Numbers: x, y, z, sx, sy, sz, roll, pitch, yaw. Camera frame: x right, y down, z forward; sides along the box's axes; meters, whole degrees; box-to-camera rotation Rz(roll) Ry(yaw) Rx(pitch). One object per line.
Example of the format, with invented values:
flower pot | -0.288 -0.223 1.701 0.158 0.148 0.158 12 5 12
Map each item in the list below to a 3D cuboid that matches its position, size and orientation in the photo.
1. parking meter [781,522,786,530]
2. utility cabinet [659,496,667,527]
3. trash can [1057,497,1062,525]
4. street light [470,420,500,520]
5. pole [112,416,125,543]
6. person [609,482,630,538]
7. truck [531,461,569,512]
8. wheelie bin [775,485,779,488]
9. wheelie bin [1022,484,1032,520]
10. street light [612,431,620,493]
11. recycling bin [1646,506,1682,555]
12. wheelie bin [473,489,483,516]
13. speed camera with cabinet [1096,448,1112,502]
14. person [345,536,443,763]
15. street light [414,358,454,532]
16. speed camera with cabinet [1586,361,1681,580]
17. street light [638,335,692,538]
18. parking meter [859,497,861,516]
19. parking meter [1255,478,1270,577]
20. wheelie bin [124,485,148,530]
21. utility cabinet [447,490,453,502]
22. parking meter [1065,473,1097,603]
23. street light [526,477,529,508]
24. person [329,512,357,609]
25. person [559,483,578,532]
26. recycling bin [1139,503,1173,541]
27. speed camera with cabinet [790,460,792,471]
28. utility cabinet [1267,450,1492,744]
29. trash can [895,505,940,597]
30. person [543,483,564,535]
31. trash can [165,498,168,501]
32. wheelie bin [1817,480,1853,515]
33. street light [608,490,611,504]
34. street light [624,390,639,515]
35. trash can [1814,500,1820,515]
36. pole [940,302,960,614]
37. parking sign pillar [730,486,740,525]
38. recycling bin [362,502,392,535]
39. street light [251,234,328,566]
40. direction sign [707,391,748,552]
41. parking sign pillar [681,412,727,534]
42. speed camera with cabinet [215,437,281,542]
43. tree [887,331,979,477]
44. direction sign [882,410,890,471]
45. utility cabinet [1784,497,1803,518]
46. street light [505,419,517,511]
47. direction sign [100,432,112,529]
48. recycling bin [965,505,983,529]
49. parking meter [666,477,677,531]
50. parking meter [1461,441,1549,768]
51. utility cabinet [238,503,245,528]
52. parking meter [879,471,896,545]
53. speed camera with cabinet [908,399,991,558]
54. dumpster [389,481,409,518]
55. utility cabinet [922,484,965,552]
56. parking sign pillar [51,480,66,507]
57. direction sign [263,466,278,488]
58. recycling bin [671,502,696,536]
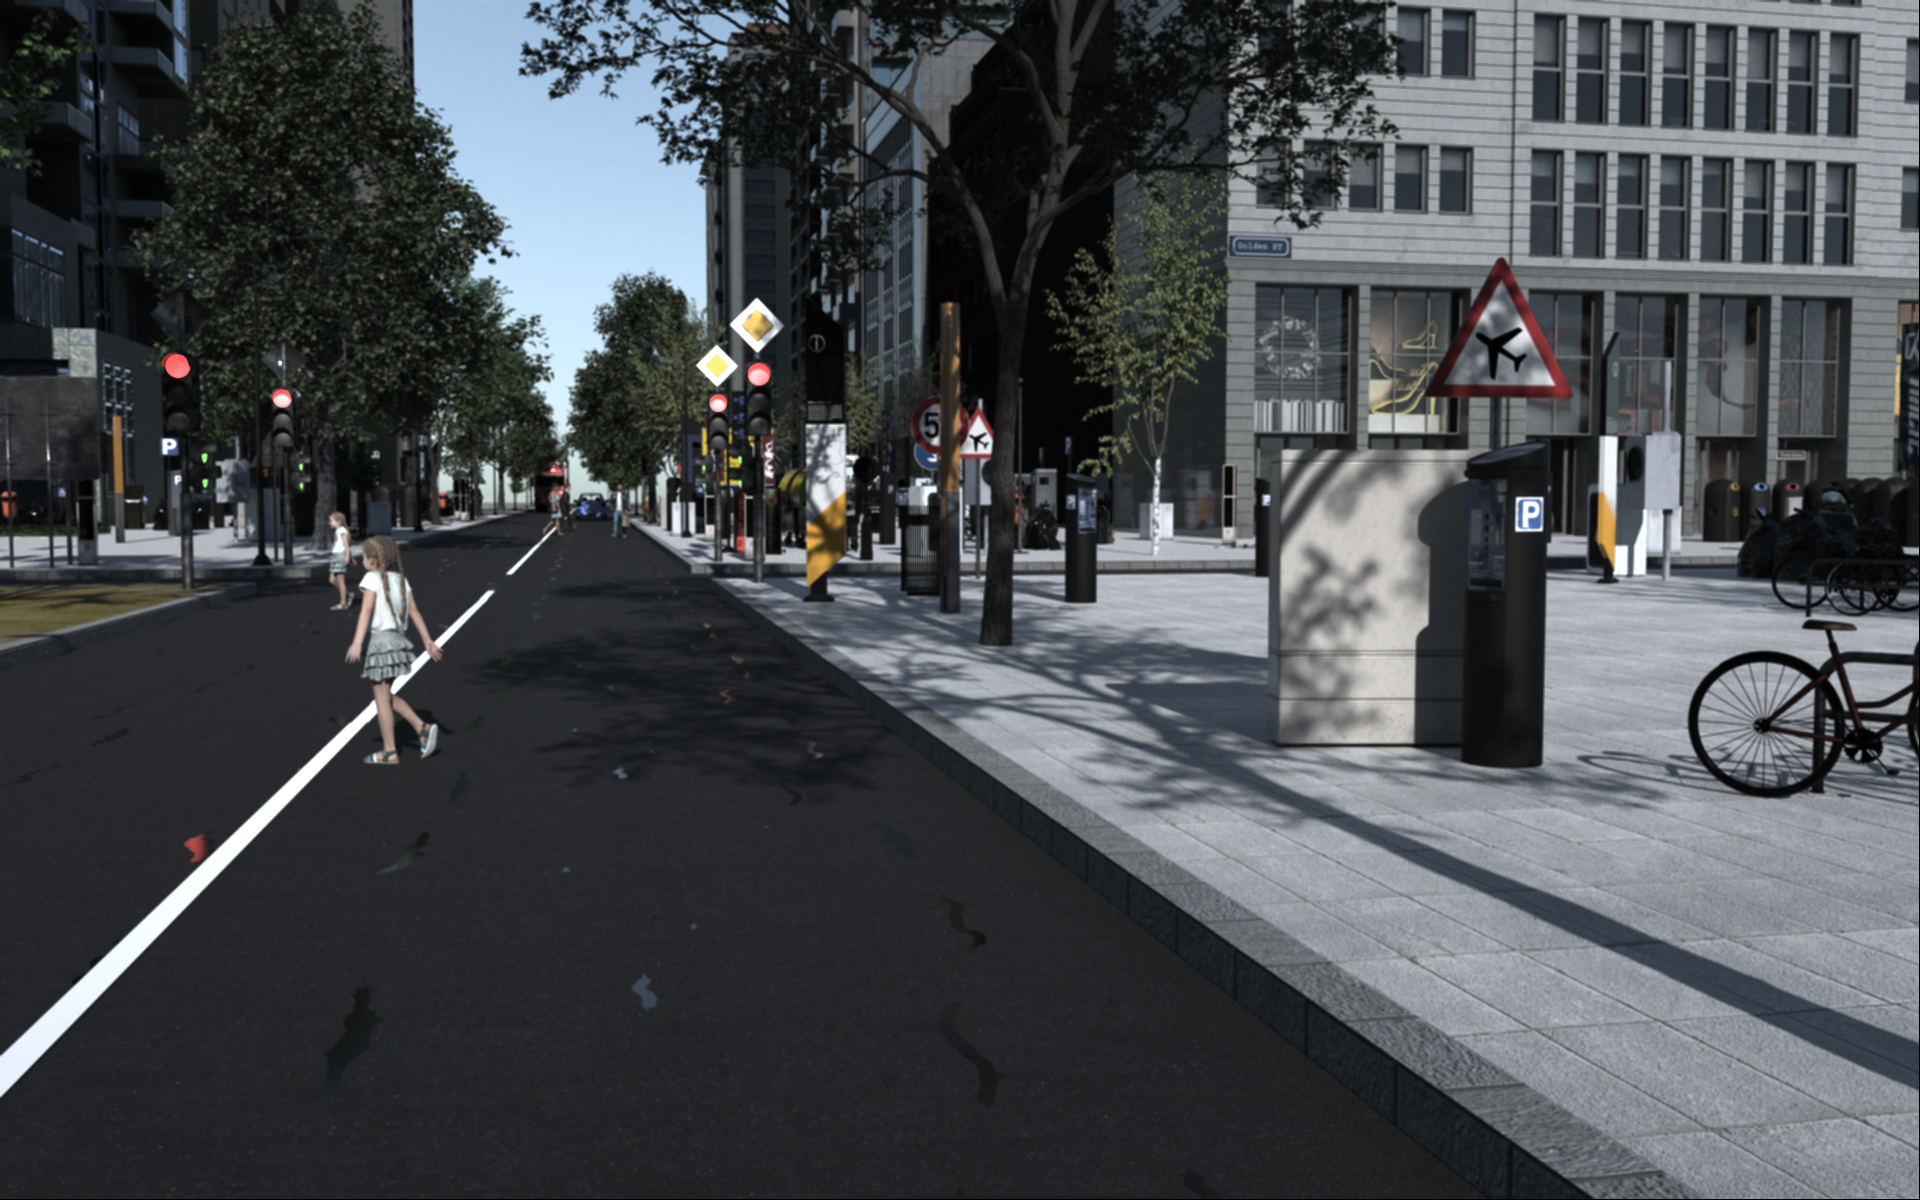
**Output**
parking meter | -6.396 -3.260 61.713 0.372 1.533 0.369 0 3 0
utility cabinet | -11.618 -3.471 67.916 0.306 1.237 1.020 -1 4 -12
trash can | 3.957 -3.723 72.530 0.748 1.137 0.748 0 3 0
street light | -23.472 -6.887 85.139 1.470 5.913 1.316 -1 4 -12
pole | -22.050 -3.152 45.385 0.158 3.312 0.155 0 3 0
person | -11.057 -2.936 56.488 0.794 1.824 0.713 1 4 11
truck | -33.071 -9.261 140.336 2.839 4.237 11.283 -1 4 -11
wheelie bin | -6.542 -3.379 63.155 0.693 1.594 0.980 -3 4 -39
wheelie bin | 2.150 -2.871 54.843 0.693 1.594 0.980 1 4 21
street light | -20.232 -8.114 105.208 1.470 5.913 1.316 -1 4 -12
recycling bin | 14.961 -1.497 37.027 0.722 1.027 0.722 1 4 9
wheelie bin | -29.001 -5.847 103.504 0.980 1.594 0.693 -3 5 -42
speed camera with cabinet | 5.954 -4.804 72.880 0.660 3.252 2.038 1 4 14
person | -3.018 0.266 9.167 0.382 1.210 0.505 1 4 17
street light | -17.729 -5.252 58.419 1.470 5.913 1.316 -1 4 -12
speed camera with cabinet | 10.320 -1.972 26.581 0.660 3.252 2.038 0 4 -3
street light | -8.588 -4.789 50.848 1.470 5.913 1.316 -1 4 -12
parking meter | -6.030 -5.712 101.801 0.372 1.533 0.369 0 3 0
parking meter | 4.774 -1.128 26.850 0.372 1.533 0.369 0 3 0
wheelie bin | -29.956 -3.359 62.834 0.980 1.594 0.693 -1 4 -13
utility cabinet | -30.286 -5.820 103.831 1.173 1.500 0.318 2 4 35
parking meter | 1.432 -0.739 20.494 0.372 1.533 0.369 0 3 0
street light | -33.834 -9.855 133.664 1.470 5.913 1.316 -1 4 -12
person | -7.648 -0.493 21.572 0.382 1.210 0.505 -2 4 -35
person | -15.039 -3.553 66.372 0.755 1.850 0.659 -1 4 -12
recycling bin | 5.463 -2.179 48.185 0.722 1.027 0.722 -1 4 -21
speed camera with cabinet | -9.236 -6.434 99.525 0.660 3.252 2.038 -2 4 -31
utility cabinet | 2.188 -0.011 8.854 1.173 1.500 0.318 0 4 -1
trash can | -0.445 -0.625 21.869 0.748 1.137 0.748 0 3 0
person | -13.999 -3.120 59.614 0.778 1.811 0.616 0 4 -2
trash can | -25.517 -2.745 56.539 0.748 1.137 0.748 0 3 0
wheelie bin | 20.113 -1.953 39.835 0.693 1.594 0.980 1 4 14
street light | -24.742 -9.403 126.276 1.470 5.913 1.316 -1 4 -12
street light | -14.347 -6.442 77.875 1.470 5.913 1.316 -1 4 -12
trash can | 21.611 -1.920 43.040 0.748 1.137 0.748 0 3 0
pole | -0.107 -1.513 18.586 0.158 3.312 0.155 0 3 0
parking sign pillar | -9.001 -4.883 68.304 1.447 3.967 1.447 0 4 -4
recycling bin | -18.297 -2.551 54.266 0.722 1.027 0.722 -3 5 -43
street light | -11.999 -3.577 31.020 1.470 5.913 1.316 -1 4 -12
direction sign | -5.104 -2.820 38.101 0.876 3.537 0.379 0 4 -1
parking sign pillar | -8.506 -4.186 56.910 1.447 3.967 1.447 0 4 -7
speed camera with cabinet | -19.125 -3.201 46.666 0.660 3.252 2.038 1 4 17
tree | -1.431 -7.788 77.696 4.360 8.622 3.978 0 3 0
direction sign | -2.019 -3.378 47.233 0.379 3.537 0.876 1 4 11
utility cabinet | 18.614 -1.686 38.730 0.306 1.237 1.020 1 4 22
street light | -28.075 -8.194 106.507 1.470 5.913 1.316 -1 4 -12
direction sign | -31.367 -4.375 63.528 0.379 3.537 0.876 -1 4 -12
recycling bin | 0.531 -3.091 63.085 0.722 1.027 0.722 0 4 -1
parking meter | -10.012 -3.329 60.138 0.255 1.863 0.399 -2 4 -28
parking meter | 2.590 0.011 8.233 0.372 1.533 0.369 0 3 0
utility cabinet | -26.534 -3.447 65.032 1.173 1.500 0.318 1 4 14
parking meter | -1.837 -2.340 43.962 0.255 1.863 0.399 3 5 42
speed camera with cabinet | -0.055 -2.519 35.521 2.038 3.252 0.660 -2 4 -33
dumpster | -24.894 -4.366 77.148 1.264 1.857 1.865 -1 4 -12
utility cabinet | -0.377 -1.782 37.820 0.318 1.500 1.173 -3 4 -38
parking sign pillar | -34.137 -4.724 65.702 1.447 3.967 1.447 -2 4 -33
direction sign | -33.364 -5.613 83.770 0.876 3.537 0.379 1 4 17
recycling bin | -8.514 -2.495 53.344 0.722 1.027 0.722 -1 4 -9
